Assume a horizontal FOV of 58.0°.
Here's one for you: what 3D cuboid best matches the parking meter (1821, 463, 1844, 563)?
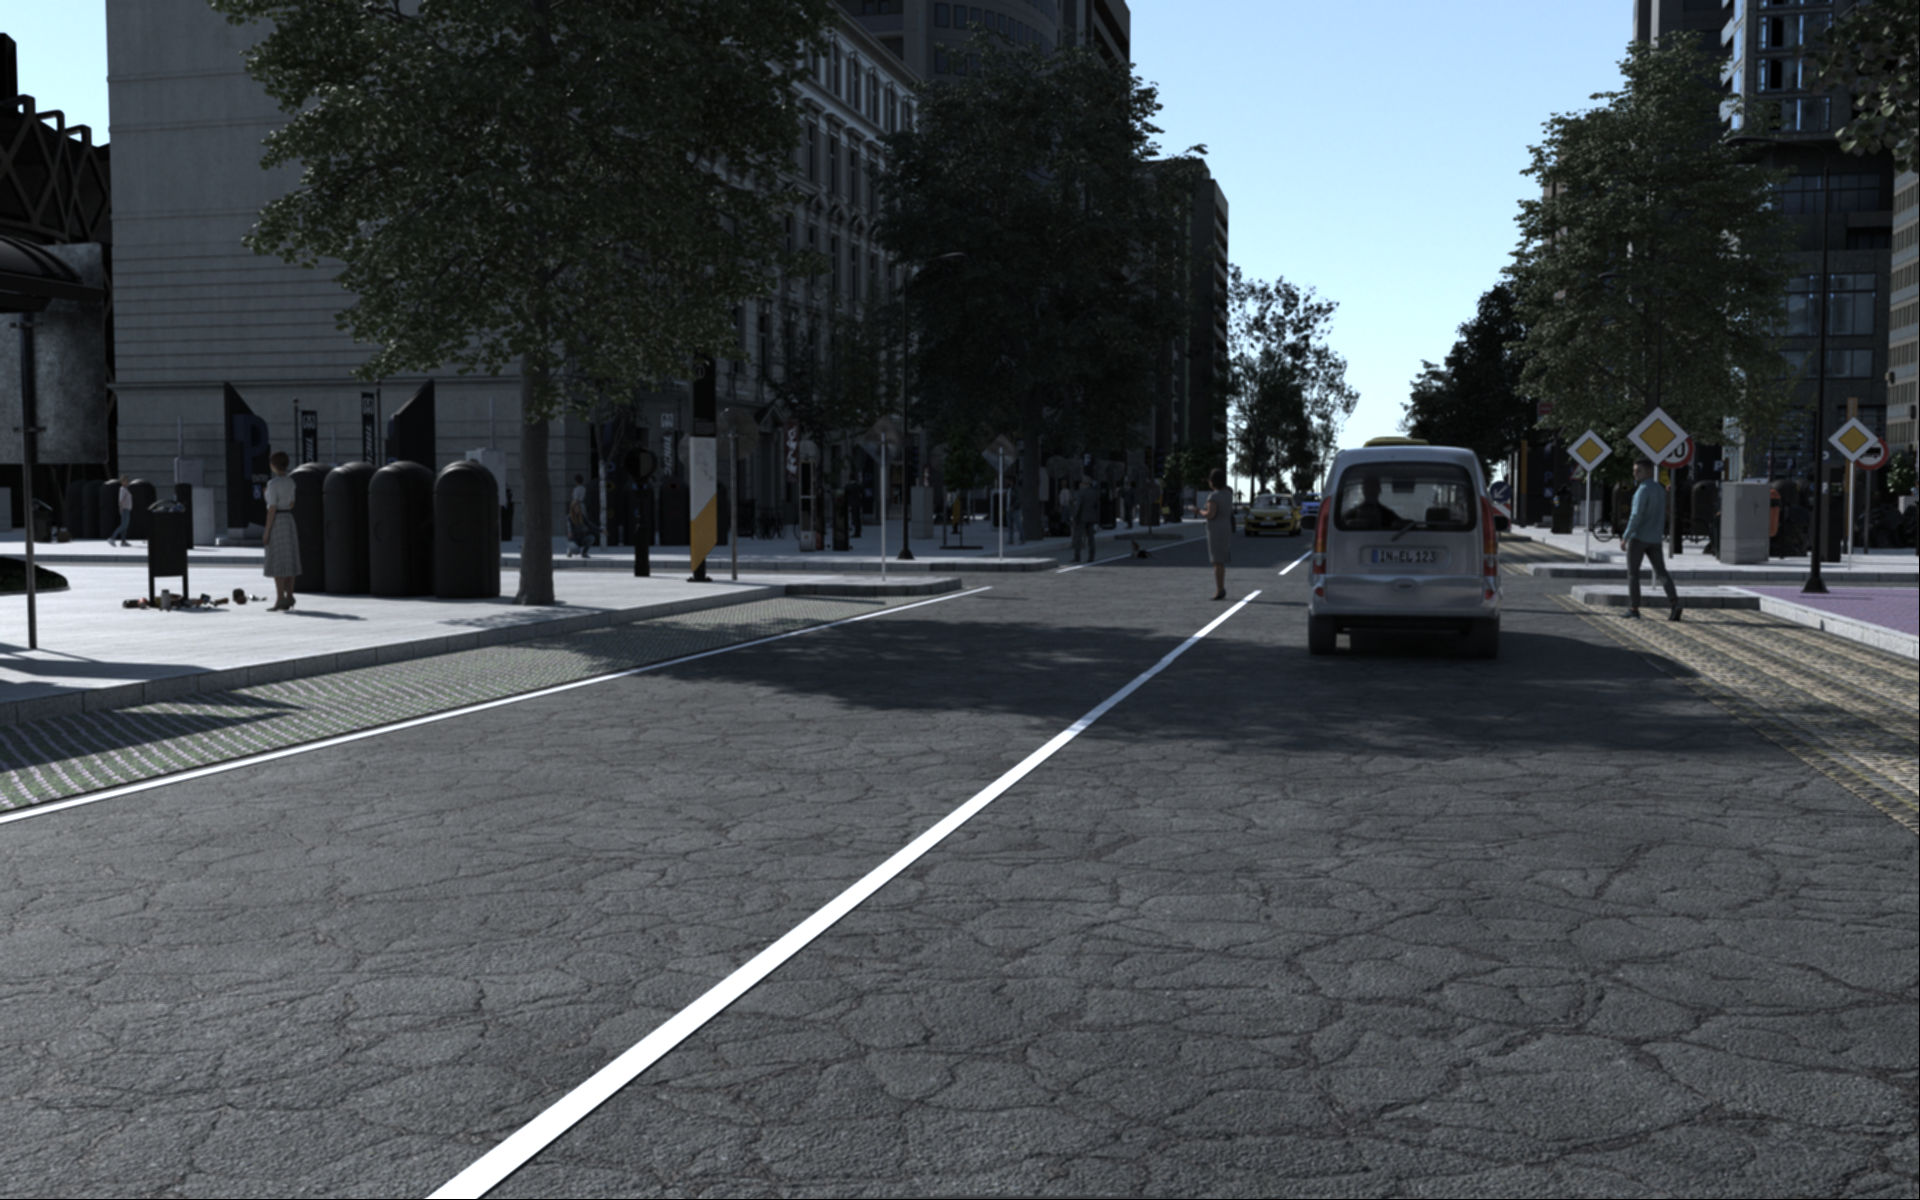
[{"bbox_3d":[16.344,-1.638,32.492,0.255,1.863,0.399,0,4,-2],"label":"parking meter"}]

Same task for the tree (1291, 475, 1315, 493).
[{"bbox_3d":[43.704,-14.472,220.333,4.285,4.588,4.351,0,3,0],"label":"tree"}]

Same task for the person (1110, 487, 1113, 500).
[{"bbox_3d":[10.413,-6.878,119.163,0.621,1.740,0.551,-1,4,-19],"label":"person"}]

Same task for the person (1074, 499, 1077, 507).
[{"bbox_3d":[5.971,-5.023,88.138,0.580,1.828,0.573,3,4,37],"label":"person"}]

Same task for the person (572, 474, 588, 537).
[{"bbox_3d":[-9.243,-2.149,41.756,0.524,1.755,0.480,1,4,19],"label":"person"}]

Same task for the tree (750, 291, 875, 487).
[{"bbox_3d":[-5.552,-6.927,63.615,4.360,8.622,3.978,0,3,0],"label":"tree"}]

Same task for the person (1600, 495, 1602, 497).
[{"bbox_3d":[71.457,-11.332,191.411,1.348,1.812,0.705,1,4,19],"label":"person"}]

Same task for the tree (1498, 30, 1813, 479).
[{"bbox_3d":[17.110,-7.643,43.085,7.486,12.596,7.792,0,3,0],"label":"tree"}]

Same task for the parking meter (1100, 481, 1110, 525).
[{"bbox_3d":[6.034,-4.073,72.300,0.399,1.863,0.255,1,4,10],"label":"parking meter"}]

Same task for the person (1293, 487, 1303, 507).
[{"bbox_3d":[18.609,-5.314,95.591,0.606,1.804,0.583,-1,4,-11],"label":"person"}]

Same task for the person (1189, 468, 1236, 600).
[{"bbox_3d":[3.462,-0.893,23.459,0.532,1.782,0.716,3,4,38],"label":"person"}]

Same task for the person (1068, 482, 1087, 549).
[{"bbox_3d":[3.126,-2.205,44.897,0.599,1.781,0.374,3,4,37],"label":"person"}]

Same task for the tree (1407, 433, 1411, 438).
[{"bbox_3d":[67.170,-20.175,247.984,7.486,12.596,7.792,0,3,0],"label":"tree"}]

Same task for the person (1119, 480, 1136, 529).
[{"bbox_3d":[6.218,-3.555,64.343,0.661,1.801,0.590,3,5,45],"label":"person"}]

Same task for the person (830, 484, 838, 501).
[{"bbox_3d":[-5.160,-4.007,72.142,0.593,1.750,0.643,1,4,10],"label":"person"}]

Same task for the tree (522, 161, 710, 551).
[{"bbox_3d":[-7.756,-5.391,38.507,4.360,8.622,3.978,0,3,0],"label":"tree"}]

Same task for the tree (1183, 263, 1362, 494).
[{"bbox_3d":[24.341,-17.451,141.205,12.611,20.169,13.585,0,3,0],"label":"tree"}]

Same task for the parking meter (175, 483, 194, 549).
[{"bbox_3d":[-18.102,-1.957,40.403,0.372,1.533,0.369,0,3,0],"label":"parking meter"}]

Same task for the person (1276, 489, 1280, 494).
[{"bbox_3d":[27.180,-8.689,148.631,0.617,1.759,0.750,-3,4,-38],"label":"person"}]

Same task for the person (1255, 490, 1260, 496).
[{"bbox_3d":[40.241,-13.887,233.060,1.348,1.831,0.705,1,4,22],"label":"person"}]

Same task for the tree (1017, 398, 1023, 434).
[{"bbox_3d":[1.668,-8.654,91.861,4.360,8.622,3.978,0,3,0],"label":"tree"}]

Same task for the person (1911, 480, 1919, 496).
[{"bbox_3d":[35.664,-3.566,64.435,0.616,1.811,0.778,2,4,26],"label":"person"}]

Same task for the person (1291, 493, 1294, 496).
[{"bbox_3d":[34.518,-10.703,181.754,1.217,1.743,0.721,1,4,10],"label":"person"}]

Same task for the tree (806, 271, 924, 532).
[{"bbox_3d":[-3.289,-6.575,57.866,4.737,8.622,4.395,0,3,0],"label":"tree"}]

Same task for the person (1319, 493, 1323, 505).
[{"bbox_3d":[13.350,-3.326,62.985,0.850,1.850,0.679,2,4,29],"label":"person"}]

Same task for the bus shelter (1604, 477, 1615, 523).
[{"bbox_3d":[28.219,-5.039,73.667,1.731,3.624,6.357,1,4,14],"label":"bus shelter"}]

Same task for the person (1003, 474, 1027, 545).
[{"bbox_3d":[1.325,-2.270,43.507,0.721,1.781,0.623,-3,5,-45],"label":"person"}]

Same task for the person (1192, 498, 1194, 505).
[{"bbox_3d":[26.915,-11.673,200.129,0.697,1.427,0.421,-3,5,-45],"label":"person"}]

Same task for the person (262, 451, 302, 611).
[{"bbox_3d":[-7.543,-0.762,19.068,0.524,1.755,0.480,1,4,13],"label":"person"}]

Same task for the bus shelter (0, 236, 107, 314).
[{"bbox_3d":[-8.268,-1.049,11.074,2.014,3.302,5.546,1,4,14],"label":"bus shelter"}]

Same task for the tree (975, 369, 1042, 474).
[{"bbox_3d":[2.808,-8.977,97.129,4.737,8.622,4.395,0,3,0],"label":"tree"}]

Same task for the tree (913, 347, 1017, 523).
[{"bbox_3d":[0.131,-7.648,75.412,4.360,8.622,3.978,0,3,0],"label":"tree"}]

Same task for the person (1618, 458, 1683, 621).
[{"bbox_3d":[7.787,-0.686,19.576,0.638,1.841,0.748,-2,4,-25],"label":"person"}]

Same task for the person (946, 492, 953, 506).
[{"bbox_3d":[-0.675,-5.526,97.238,0.563,1.720,0.643,-1,4,-19],"label":"person"}]

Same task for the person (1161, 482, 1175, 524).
[{"bbox_3d":[9.041,-4.234,75.486,0.699,1.804,1.509,2,4,28],"label":"person"}]

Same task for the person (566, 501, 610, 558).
[{"bbox_3d":[-7.586,-1.433,34.963,1.012,1.151,0.738,-3,4,-36],"label":"person"}]

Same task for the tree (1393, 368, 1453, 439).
[{"bbox_3d":[47.390,-15.765,168.122,12.009,13.543,11.850,0,3,0],"label":"tree"}]

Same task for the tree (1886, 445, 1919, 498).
[{"bbox_3d":[37.037,-4.511,68.362,1.663,3.219,1.824,0,3,0],"label":"tree"}]

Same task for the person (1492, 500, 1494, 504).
[{"bbox_3d":[49.363,-9.479,160.894,0.599,1.838,0.709,1,4,18],"label":"person"}]

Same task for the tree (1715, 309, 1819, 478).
[{"bbox_3d":[31.317,-7.196,68.012,4.737,8.622,4.395,0,3,0],"label":"tree"}]

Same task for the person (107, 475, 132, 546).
[{"bbox_3d":[-20.590,-2.185,42.441,0.598,1.740,0.731,-3,4,-37],"label":"person"}]

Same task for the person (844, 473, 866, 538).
[{"bbox_3d":[-3.138,-2.791,51.046,0.474,1.900,0.648,3,4,38],"label":"person"}]

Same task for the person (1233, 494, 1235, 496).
[{"bbox_3d":[23.163,-8.734,148.858,1.348,1.822,0.705,-1,4,-12],"label":"person"}]

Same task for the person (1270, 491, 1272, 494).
[{"bbox_3d":[46.137,-15.321,257.268,1.217,1.736,0.721,1,4,16],"label":"person"}]

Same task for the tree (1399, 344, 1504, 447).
[{"bbox_3d":[40.700,-14.358,141.404,9.857,13.997,8.962,0,3,0],"label":"tree"}]

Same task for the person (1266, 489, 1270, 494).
[{"bbox_3d":[17.320,-5.373,97.189,0.563,1.720,0.643,0,4,-3],"label":"person"}]

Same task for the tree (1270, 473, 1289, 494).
[{"bbox_3d":[28.310,-9.747,153.957,1.663,3.219,1.824,0,3,0],"label":"tree"}]

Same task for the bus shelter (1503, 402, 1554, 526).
[{"bbox_3d":[24.315,-5.871,73.625,2.179,5.291,8.768,1,4,14],"label":"bus shelter"}]

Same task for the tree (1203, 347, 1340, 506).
[{"bbox_3d":[20.728,-11.977,121.586,9.928,11.665,9.643,0,3,0],"label":"tree"}]

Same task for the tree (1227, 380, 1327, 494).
[{"bbox_3d":[30.597,-15.296,167.102,9.611,12.733,9.660,0,3,0],"label":"tree"}]

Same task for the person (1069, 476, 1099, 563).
[{"bbox_3d":[2.583,-1.689,36.291,0.661,1.801,0.590,-2,4,-34],"label":"person"}]

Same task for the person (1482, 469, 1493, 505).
[{"bbox_3d":[6.432,-0.773,21.716,0.480,1.755,0.524,-2,4,-31],"label":"person"}]

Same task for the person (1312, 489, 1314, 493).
[{"bbox_3d":[25.701,-7.190,126.198,1.348,1.807,0.705,-1,4,-14],"label":"person"}]

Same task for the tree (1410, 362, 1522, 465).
[{"bbox_3d":[35.273,-11.312,119.369,8.767,10.594,7.601,0,4,5],"label":"tree"}]

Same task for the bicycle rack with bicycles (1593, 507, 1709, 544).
[{"bbox_3d":[18.325,-1.988,45.888,2.925,0.926,2.852,1,4,20],"label":"bicycle rack with bicycles"}]

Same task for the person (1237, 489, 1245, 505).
[{"bbox_3d":[31.437,-11.535,194.780,1.348,1.807,0.705,0,4,0],"label":"person"}]

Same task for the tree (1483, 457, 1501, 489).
[{"bbox_3d":[38.789,-8.943,129.924,4.285,4.588,4.351,0,3,0],"label":"tree"}]

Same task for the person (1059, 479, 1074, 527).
[{"bbox_3d":[3.438,-2.910,54.294,0.598,1.740,0.731,1,4,18],"label":"person"}]
